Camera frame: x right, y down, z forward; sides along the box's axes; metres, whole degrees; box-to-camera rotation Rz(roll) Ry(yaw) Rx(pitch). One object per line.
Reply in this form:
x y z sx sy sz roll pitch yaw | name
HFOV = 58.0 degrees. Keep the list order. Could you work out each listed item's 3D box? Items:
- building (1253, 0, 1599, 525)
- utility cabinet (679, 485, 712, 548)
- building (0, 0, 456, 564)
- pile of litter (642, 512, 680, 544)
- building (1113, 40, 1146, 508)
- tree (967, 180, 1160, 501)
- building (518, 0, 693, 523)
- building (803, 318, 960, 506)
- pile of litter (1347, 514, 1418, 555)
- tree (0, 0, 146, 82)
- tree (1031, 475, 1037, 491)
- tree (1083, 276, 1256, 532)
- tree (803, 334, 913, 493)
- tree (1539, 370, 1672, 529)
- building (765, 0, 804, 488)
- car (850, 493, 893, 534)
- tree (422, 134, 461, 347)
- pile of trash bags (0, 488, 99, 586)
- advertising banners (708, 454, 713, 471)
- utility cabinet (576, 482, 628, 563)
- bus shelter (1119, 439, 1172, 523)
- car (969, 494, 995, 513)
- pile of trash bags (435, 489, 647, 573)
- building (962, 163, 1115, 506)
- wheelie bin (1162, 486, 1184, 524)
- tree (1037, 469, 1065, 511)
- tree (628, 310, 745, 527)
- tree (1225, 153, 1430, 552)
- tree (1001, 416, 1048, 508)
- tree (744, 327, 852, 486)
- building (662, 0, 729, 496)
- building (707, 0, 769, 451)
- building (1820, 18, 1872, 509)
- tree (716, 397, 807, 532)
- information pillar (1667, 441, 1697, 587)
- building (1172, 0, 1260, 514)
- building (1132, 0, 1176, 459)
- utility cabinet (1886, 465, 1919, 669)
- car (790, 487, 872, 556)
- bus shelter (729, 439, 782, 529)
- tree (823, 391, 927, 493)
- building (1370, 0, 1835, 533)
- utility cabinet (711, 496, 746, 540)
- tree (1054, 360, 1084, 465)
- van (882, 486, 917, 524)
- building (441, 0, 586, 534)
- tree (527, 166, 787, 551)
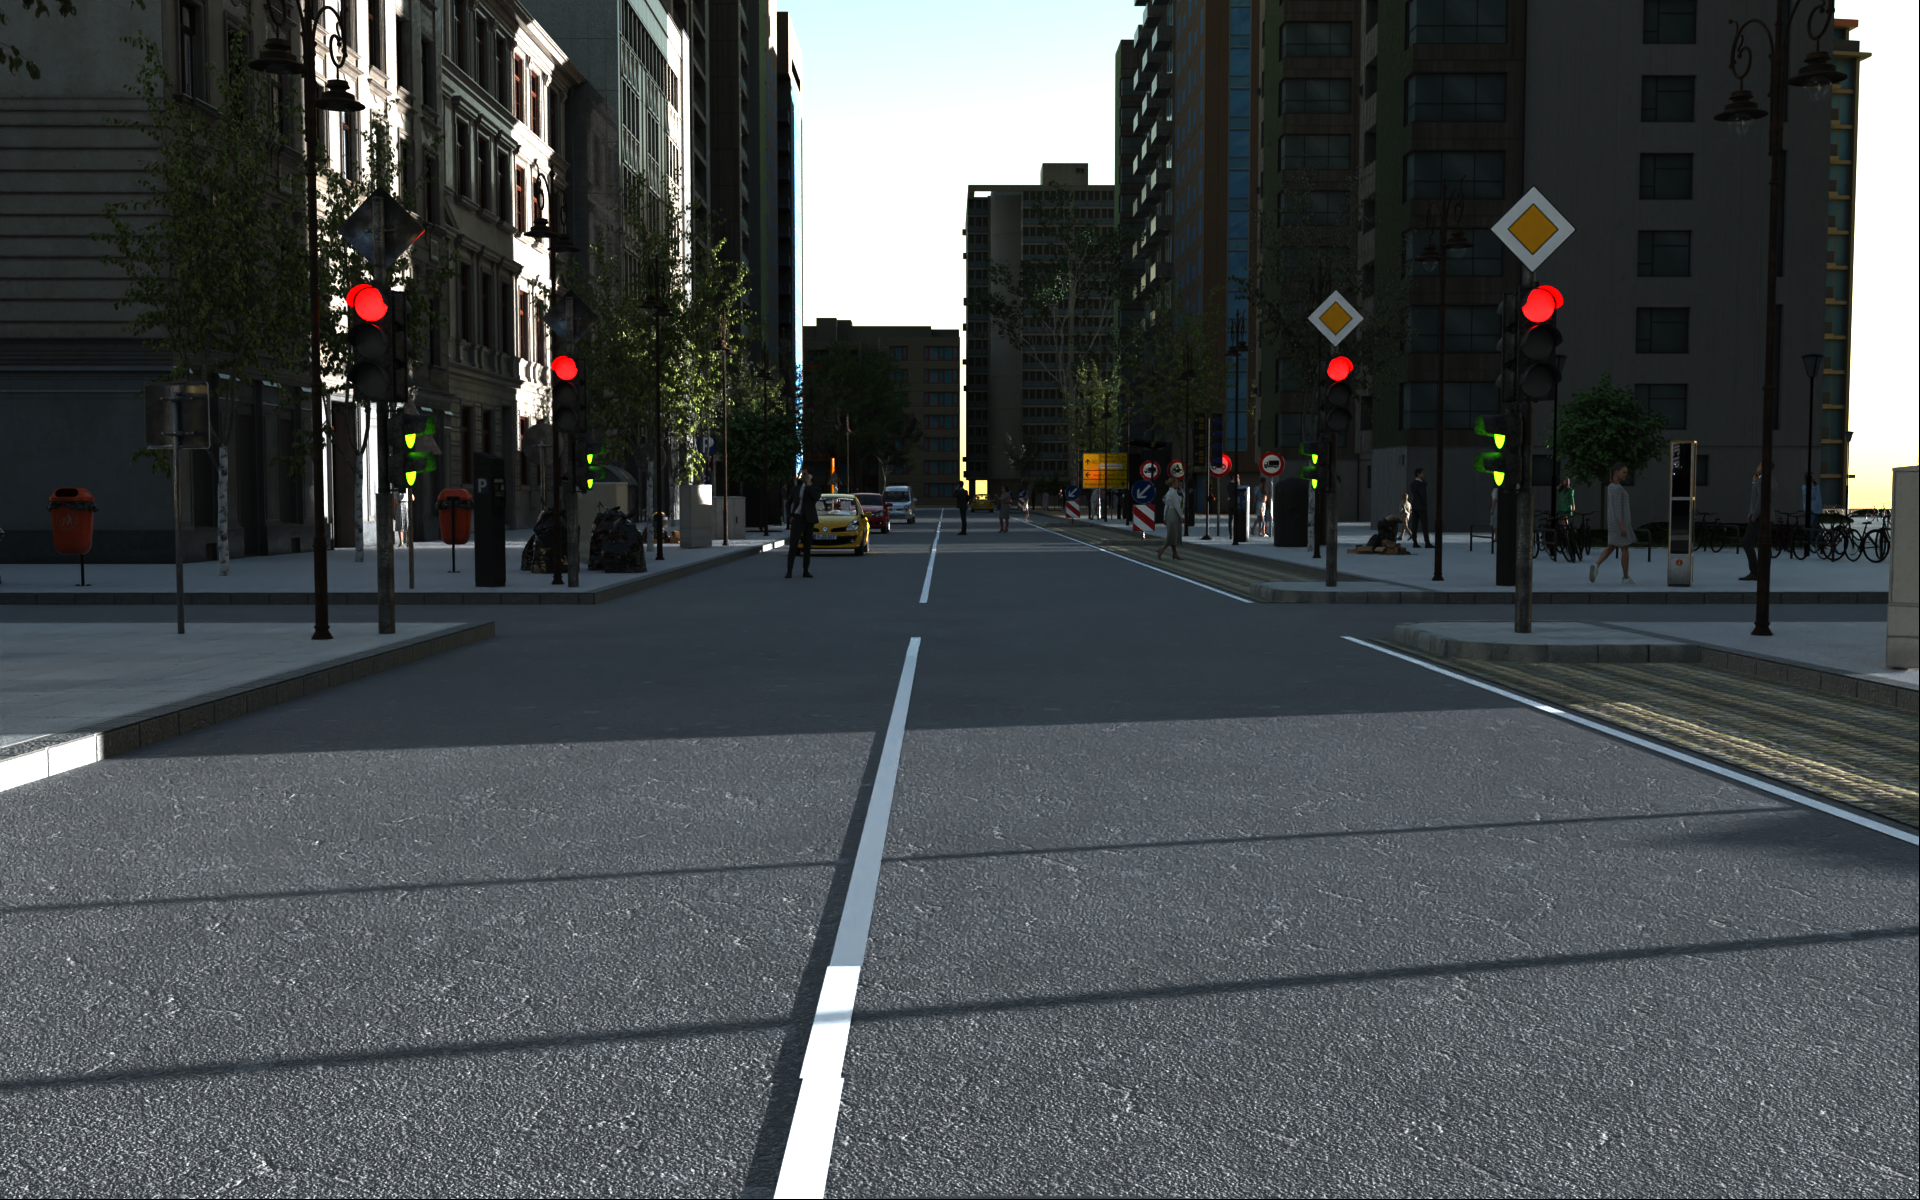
21.628 -19.209 85.763 14.160 30.474 14.107 0 4 0 | building
-6.291 -1.987 41.164 0.318 1.500 1.173 1 4 16 | utility cabinet
-19.065 -11.673 40.002 9.793 20.994 18.267 0 4 0 | building
-7.645 -1.921 45.381 1.176 0.858 1.719 3 5 45 | pile of litter
21.074 -29.132 159.909 14.154 41.232 14.086 0 4 0 | building
5.906 -15.398 107.646 12.611 20.169 13.585 0 3 0 | tree
-19.970 -16.057 80.561 12.078 24.808 19.932 0 4 0 | building
-14.556 -21.965 204.162 28.899 21.520 27.650 0 4 0 | building
9.005 -1.411 37.028 1.176 0.858 1.719 -1 4 -18 | pile of litter
-6.815 -3.684 10.590 4.360 8.622 3.978 0 3 0 | tree
7.429 -9.857 155.763 1.663 3.219 1.824 0 3 0 | tree
7.434 -6.561 57.640 4.737 8.622 4.395 0 3 0 | tree
-6.666 -11.473 113.342 9.928 11.665 9.643 0 3 0 | tree
16.976 -3.805 45.930 4.285 4.588 4.351 0 3 0 | tree
-22.144 -31.162 159.616 14.200 45.320 14.600 0 4 0 | building
-3.544 -3.367 64.099 2.155 1.783 4.494 0 4 -1 | car
-11.455 -5.039 32.749 4.737 8.622 4.395 0 3 0 | tree
-13.645 -0.862 23.839 3.447 1.369 1.912 0 4 -4 | pile of trash bags
-8.270 -3.590 54.890 0.090 3.025 2.074 -2 4 -34 | advertising banners
-6.585 -1.414 31.805 1.173 1.500 0.318 3 5 41 | utility cabinet
8.177 -5.204 76.365 1.731 3.624 6.357 0 4 0 | bus shelter
1.725 -7.659 135.449 2.015 1.641 3.980 0 4 -2 | car
-6.922 -1.160 28.723 3.447 1.369 1.912 0 4 -8 | pile of trash bags
12.364 -31.443 205.978 23.993 40.220 32.217 0 4 0 | building
8.823 -3.878 71.307 0.980 1.594 0.693 -2 4 -30 | wheelie bin
7.326 -8.411 132.124 1.663 3.219 1.824 0 3 0 | tree
-11.041 -7.177 67.714 4.360 8.622 3.978 0 3 0 | tree
8.060 -5.379 38.310 4.360 8.622 3.978 0 3 0 | tree
6.189 -13.041 163.578 4.360 8.622 3.978 0 3 0 | tree
-7.105 -7.757 77.197 4.360 8.622 3.978 0 3 0 | tree
-24.447 -40.956 107.889 20.563 71.187 20.611 0 4 0 | building
-21.838 -27.120 127.000 14.154 41.232 14.086 0 4 0 | building
65.201 -30.689 156.384 28.867 44.769 22.147 0 4 0 | building
-6.791 -4.589 58.739 4.285 4.588 4.351 0 3 0 | tree
10.011 -1.194 24.019 0.304 2.012 0.304 2 4 29 | information pillar
22.094 -28.445 115.185 14.600 45.320 14.200 0 4 0 | building
25.662 -31.668 137.386 23.786 49.044 30.456 0 4 0 | building
7.194 -0.265 13.018 0.318 1.500 1.173 2 4 33 | utility cabinet
-3.083 -1.904 41.352 2.015 1.641 3.980 0 4 0 | car
-7.669 -4.617 66.768 1.731 3.624 6.357 0 4 0 | bus shelter
-7.529 -12.559 139.749 7.601 10.594 8.767 3 5 43 | tree
21.810 -17.859 63.698 14.160 30.474 14.107 0 4 0 | building
-6.561 -2.317 49.046 1.020 1.237 0.306 -3 5 -43 | utility cabinet
7.349 -8.736 93.201 4.737 8.622 4.395 0 3 0 | tree
-3.071 -4.722 84.209 2.013 2.044 4.112 0 4 1 | van
-20.869 -13.698 60.118 11.583 22.565 21.152 0 4 0 | building
-7.151 -5.399 38.643 4.737 8.622 4.395 0 3 0 | tree
